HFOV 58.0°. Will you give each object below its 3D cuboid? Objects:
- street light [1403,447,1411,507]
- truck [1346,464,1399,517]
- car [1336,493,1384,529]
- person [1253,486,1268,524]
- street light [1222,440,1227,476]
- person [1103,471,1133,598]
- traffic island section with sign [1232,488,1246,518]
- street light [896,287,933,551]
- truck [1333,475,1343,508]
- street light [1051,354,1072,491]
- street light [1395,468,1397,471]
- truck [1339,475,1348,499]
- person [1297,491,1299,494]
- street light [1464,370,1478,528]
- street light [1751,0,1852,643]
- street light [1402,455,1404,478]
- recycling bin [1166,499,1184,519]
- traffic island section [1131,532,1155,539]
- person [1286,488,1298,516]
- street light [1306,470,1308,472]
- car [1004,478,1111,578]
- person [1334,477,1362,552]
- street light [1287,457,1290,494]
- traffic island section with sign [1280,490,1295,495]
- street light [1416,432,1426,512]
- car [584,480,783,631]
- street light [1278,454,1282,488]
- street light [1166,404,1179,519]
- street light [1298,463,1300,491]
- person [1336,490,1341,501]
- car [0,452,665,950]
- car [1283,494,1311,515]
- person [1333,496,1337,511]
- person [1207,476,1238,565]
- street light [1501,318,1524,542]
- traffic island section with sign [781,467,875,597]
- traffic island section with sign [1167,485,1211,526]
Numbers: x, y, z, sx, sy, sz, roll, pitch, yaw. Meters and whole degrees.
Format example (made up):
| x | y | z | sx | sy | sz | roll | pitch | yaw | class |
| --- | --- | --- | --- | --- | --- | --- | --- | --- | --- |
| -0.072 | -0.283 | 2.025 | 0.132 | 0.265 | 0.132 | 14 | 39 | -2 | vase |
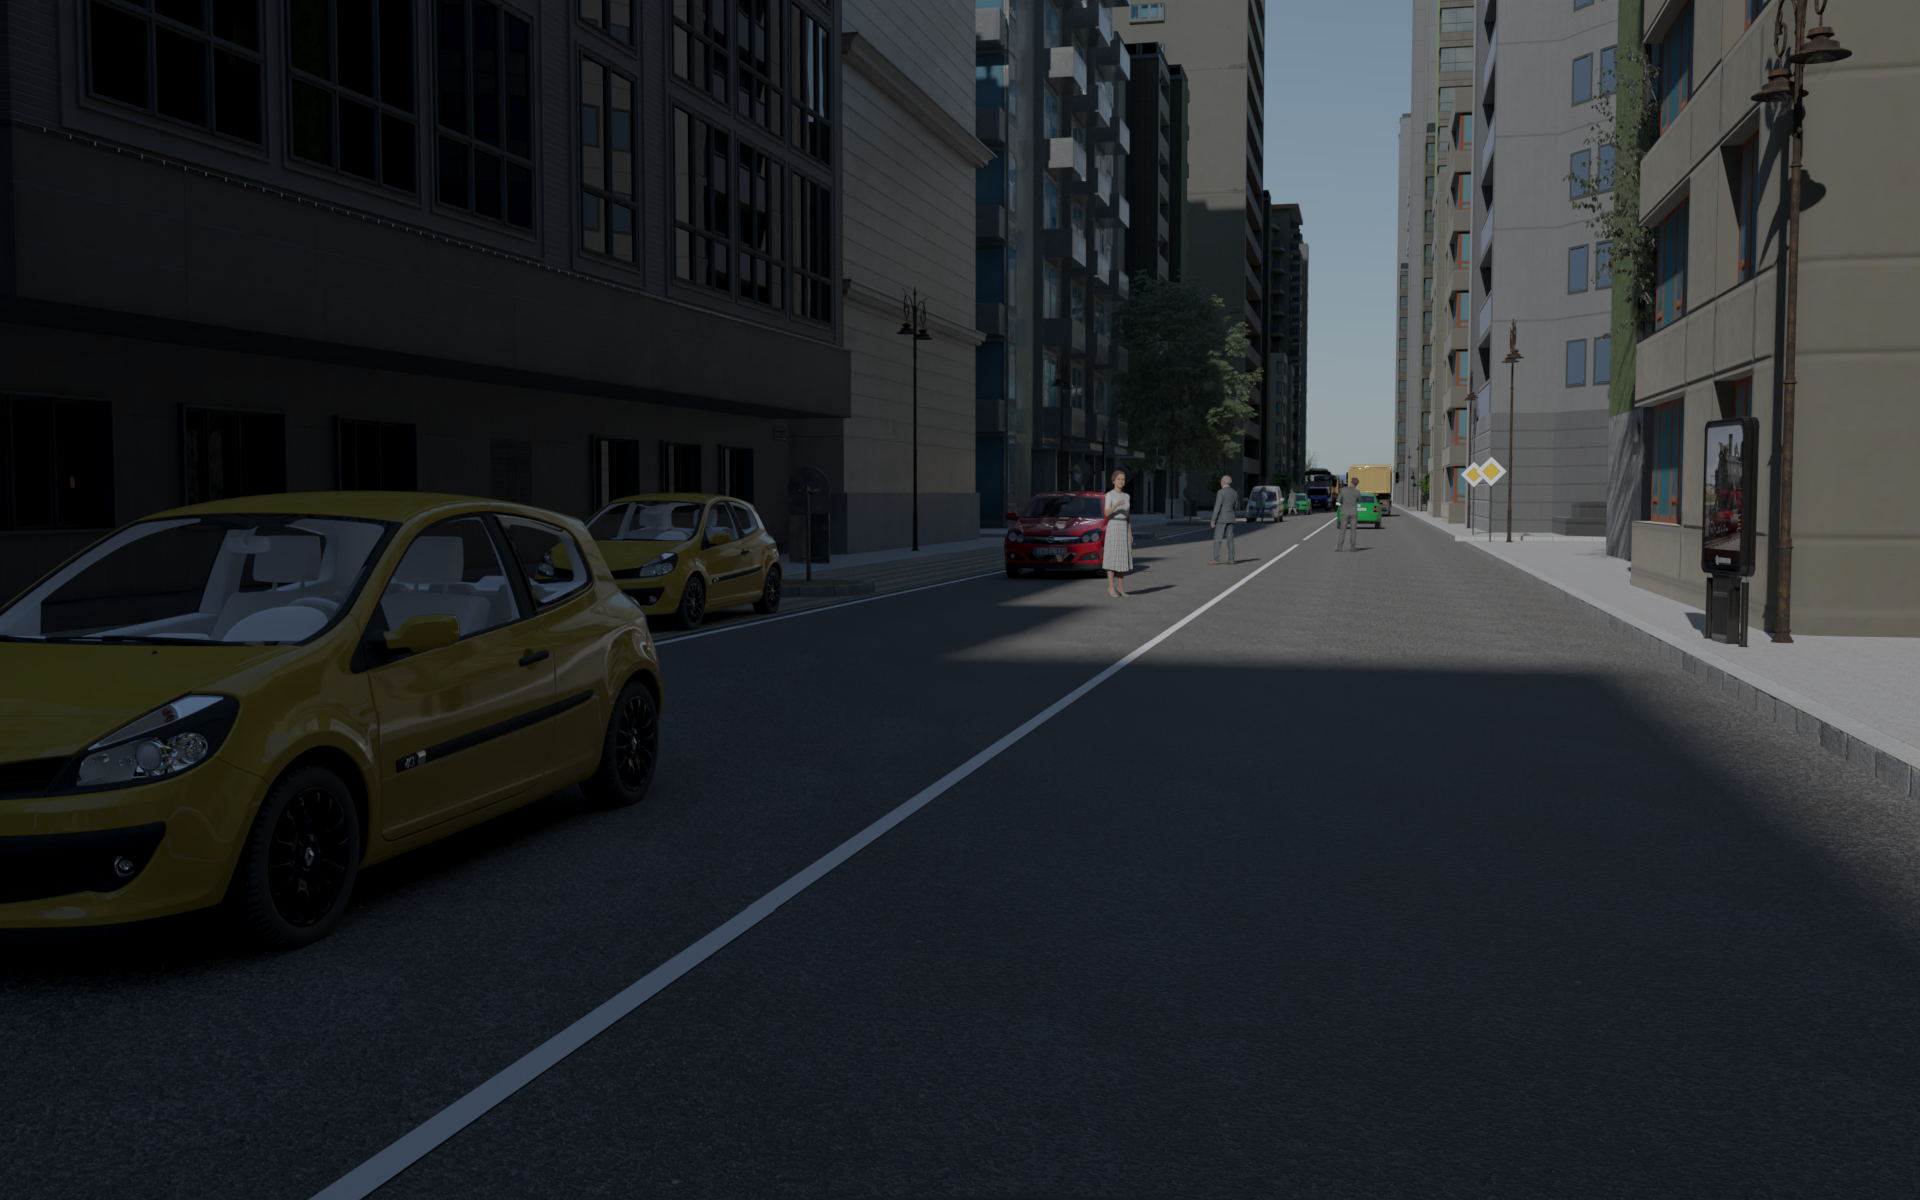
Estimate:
| x | y | z | sx | sy | sz | roll | pitch | yaw | class |
| --- | --- | --- | --- | --- | --- | --- | --- | --- | --- |
| 43.968 | -12.037 | 169.594 | 0.468 | 5.910 | 1.993 | 1 | 4 | 13 | street light |
| 26.627 | -7.113 | 112.218 | 3.469 | 3.379 | 9.791 | 1 | 4 | 15 | truck |
| 16.625 | -3.870 | 72.063 | 1.959 | 1.807 | 4.718 | 1 | 4 | 13 | car |
| 14.182 | -4.468 | 81.822 | 0.793 | 1.790 | 0.793 | -1 | 4 | -8 | person |
| 18.416 | -9.046 | 120.686 | 0.468 | 5.910 | 1.993 | 1 | 4 | 13 | street light |
| 2.237 | -0.914 | 24.022 | 0.480 | 1.755 | 0.524 | -3 | 4 | -37 | person |
| 16.736 | -5.891 | 104.948 | 1.989 | 1.847 | 2.006 | 1 | 4 | 13 | traffic island section with sign |
| -1.009 | -4.043 | 38.895 | 0.468 | 5.910 | 1.993 | 1 | 4 | 13 | street light |
| 37.957 | -11.214 | 179.265 | 3.469 | 3.379 | 9.791 | 1 | 4 | 13 | truck |
| 3.361 | -5.166 | 57.252 | 0.468 | 5.910 | 1.993 | 1 | 4 | 13 | street light |
| 55.888 | -15.117 | 219.948 | 0.468 | 5.910 | 1.993 | 1 | 4 | 13 | street light |
| 53.614 | -15.573 | 244.374 | 2.967 | 4.110 | 18.799 | 1 | 4 | 12 | truck |
| 37.632 | -11.283 | 192.991 | 0.705 | 1.823 | 1.348 | 1 | 4 | 18 | person |
| 18.991 | -5.609 | 64.490 | 0.468 | 5.910 | 1.993 | 1 | 4 | 13 | street light |
| 7.110 | -2.569 | 14.795 | 0.468 | 5.910 | 1.993 | 1 | 4 | 13 | street light |
| 51.493 | -13.965 | 201.118 | 0.468 | 5.910 | 1.993 | 1 | 4 | 13 | street light |
| 11.290 | -4.796 | 90.966 | 0.722 | 1.027 | 0.722 | 3 | 5 | 44 | recycling bin |
| 5.261 | -2.104 | 56.685 | 2.009 | 0.180 | 2.903 | 1 | 4 | 13 | traffic island section |
| 22.141 | -6.539 | 115.514 | 0.694 | 1.812 | 0.767 | -3 | 4 | -38 | person |
| 55.031 | -18.470 | 274.777 | 0.468 | 5.910 | 1.993 | 1 | 4 | 13 | street light |
| 1.954 | -1.339 | 30.925 | 2.155 | 1.783 | 4.494 | 1 | 4 | 12 | car |
| 9.656 | -2.127 | 43.077 | 0.655 | 1.846 | 0.447 | 1 | 4 | 12 | person |
| 40.333 | -14.674 | 212.711 | 0.468 | 5.910 | 1.993 | 1 | 4 | 13 | street light |
| 34.639 | -10.498 | 180.272 | 1.989 | 1.847 | 2.006 | 1 | 4 | 13 | traffic island section with sign |
| 33.803 | -9.412 | 126.681 | 0.468 | 5.910 | 1.993 | 1 | 4 | 13 | street light |
| -3.328 | -0.563 | 19.433 | 2.015 | 1.641 | 3.980 | 1 | 4 | 13 | car |
| 36.010 | -13.590 | 194.986 | 0.468 | 5.910 | 1.993 | 1 | 4 | 13 | street light |
| 10.861 | -7.088 | 88.672 | 0.468 | 5.910 | 1.993 | 1 | 4 | 13 | street light |
| 47.652 | -16.572 | 243.733 | 0.468 | 5.910 | 1.993 | 1 | 4 | 13 | street light |
| 28.869 | -7.458 | 131.148 | 0.721 | 1.735 | 1.217 | -2 | 4 | -24 | person |
| -2.606 | 0.209 | 6.802 | 2.015 | 1.641 | 3.980 | 1 | 4 | 13 | car |
| 23.116 | -6.736 | 118.931 | 1.959 | 1.807 | 4.718 | 1 | 4 | 15 | car |
| 31.218 | -8.050 | 143.299 | 0.628 | 1.438 | 0.799 | 1 | 4 | 17 | person |
| 5.337 | -1.627 | 35.280 | 0.661 | 1.801 | 0.590 | -3 | 4 | -36 | person |
| 14.572 | -4.465 | 45.783 | 0.468 | 5.910 | 1.993 | 1 | 4 | 13 | street light |
| -2.305 | -0.994 | 24.886 | 1.989 | 1.847 | 2.006 | 1 | 4 | 13 | traffic island section with sign |
| 10.501 | -4.287 | 78.721 | 1.989 | 1.847 | 2.006 | 1 | 4 | 13 | traffic island section with sign |
